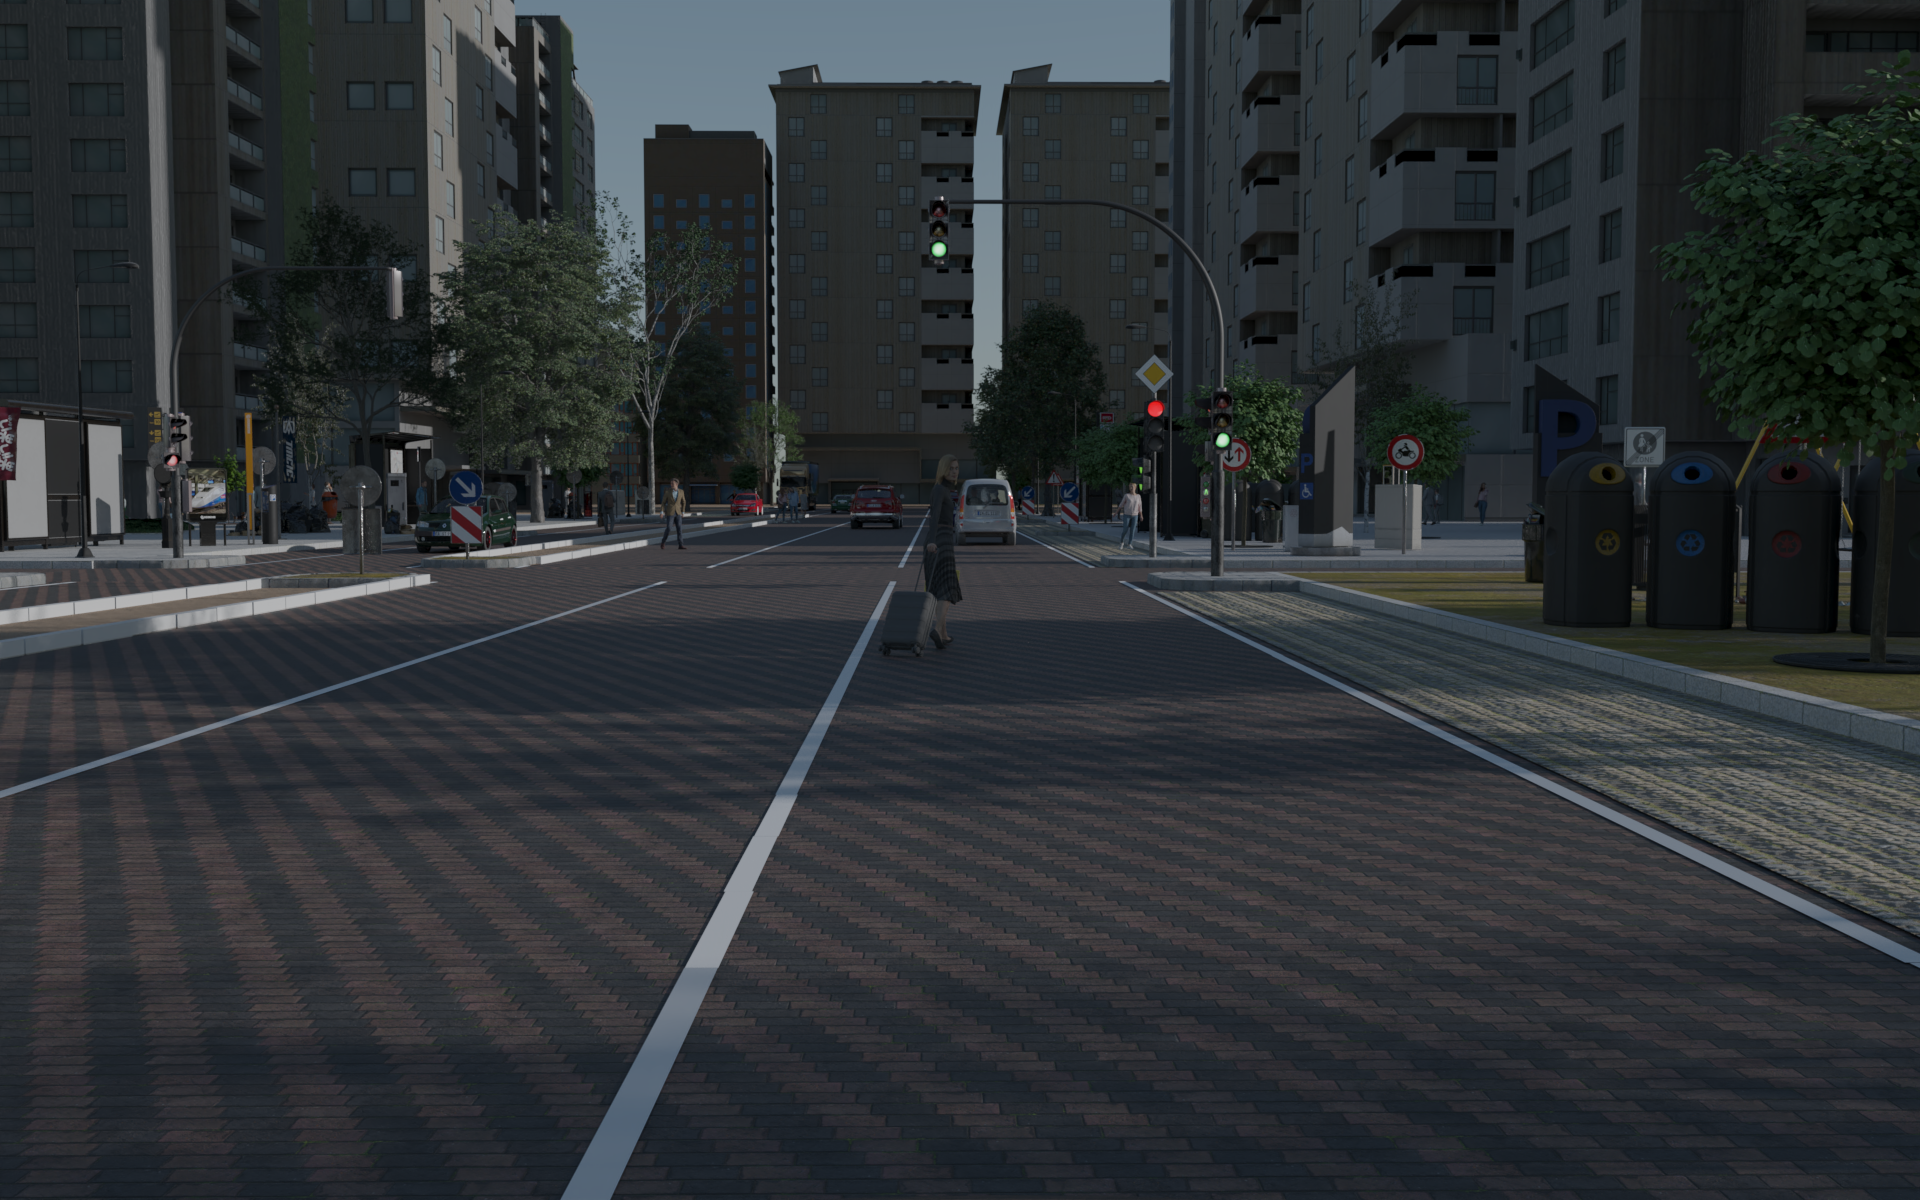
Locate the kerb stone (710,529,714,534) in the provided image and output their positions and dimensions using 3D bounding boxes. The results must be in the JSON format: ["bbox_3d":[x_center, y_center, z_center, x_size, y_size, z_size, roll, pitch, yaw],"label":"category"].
[{"bbox_3d":[-8.975,-2.405,61.562,0.120,0.150,1.000,0,4,-1],"label":"kerb stone"}]

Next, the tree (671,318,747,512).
[{"bbox_3d":[-20.134,-13.471,126.905,9.857,13.997,8.962,0,3,0],"label":"tree"}]

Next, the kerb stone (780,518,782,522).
[{"bbox_3d":[-9.323,-4.036,88.195,0.120,0.150,1.000,0,4,-1],"label":"kerb stone"}]

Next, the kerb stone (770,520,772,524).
[{"bbox_3d":[-9.258,-3.724,83.075,0.120,0.150,1.000,0,4,-1],"label":"kerb stone"}]

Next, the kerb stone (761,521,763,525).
[{"bbox_3d":[-9.205,-3.473,78.977,0.120,0.150,1.000,0,4,-1],"label":"kerb stone"}]

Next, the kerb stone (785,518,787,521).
[{"bbox_3d":[-9.363,-4.221,91.266,0.120,0.150,1.000,0,4,-1],"label":"kerb stone"}]

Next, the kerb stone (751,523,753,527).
[{"bbox_3d":[-9.157,-3.221,74.869,0.120,0.150,1.000,0,4,-1],"label":"kerb stone"}]

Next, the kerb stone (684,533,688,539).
[{"bbox_3d":[-8.901,-2.029,55.403,0.120,0.150,1.000,0,4,-1],"label":"kerb stone"}]

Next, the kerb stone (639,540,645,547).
[{"bbox_3d":[-8.788,-1.528,47.192,0.120,0.150,1.000,0,4,-1],"label":"kerb stone"}]

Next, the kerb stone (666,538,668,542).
[{"bbox_3d":[-8.849,-1.780,51.304,0.120,0.150,1.000,0,4,-1],"label":"kerb stone"}]

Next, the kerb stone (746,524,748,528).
[{"bbox_3d":[-9.117,-3.096,72.819,0.120,0.150,1.000,0,4,-1],"label":"kerb stone"}]

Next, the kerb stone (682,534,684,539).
[{"bbox_3d":[-8.885,-1.968,54.371,0.120,0.150,1.000,0,4,-1],"label":"kerb stone"}]

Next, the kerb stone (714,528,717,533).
[{"bbox_3d":[-8.987,-2.470,62.586,0.120,0.150,1.000,0,4,-1],"label":"kerb stone"}]

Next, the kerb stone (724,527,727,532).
[{"bbox_3d":[-9.032,-2.658,65.653,0.120,0.150,1.000,0,4,-1],"label":"kerb stone"}]

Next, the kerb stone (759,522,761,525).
[{"bbox_3d":[-9.191,-3.409,77.942,0.120,0.150,1.000,0,4,-1],"label":"kerb stone"}]

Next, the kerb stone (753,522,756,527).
[{"bbox_3d":[-9.156,-3.284,75.892,0.120,0.150,1.000,0,4,-1],"label":"kerb stone"}]

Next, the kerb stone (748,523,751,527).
[{"bbox_3d":[-9.146,-3.159,73.846,0.120,0.150,1.000,0,4,-1],"label":"kerb stone"}]

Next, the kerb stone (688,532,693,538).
[{"bbox_3d":[-8.907,-2.092,56.434,0.120,0.150,1.000,0,4,-1],"label":"kerb stone"}]

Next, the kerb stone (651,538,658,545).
[{"bbox_3d":[-8.811,-1.655,49.252,0.120,0.150,1.000,0,4,-1],"label":"kerb stone"}]

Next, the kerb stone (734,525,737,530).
[{"bbox_3d":[-9.069,-2.846,68.720,0.120,0.150,1.000,0,4,-1],"label":"kerb stone"}]

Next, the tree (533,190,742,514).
[{"bbox_3d":[-21.145,-15.538,109.943,12.611,20.169,13.585,0,3,0],"label":"tree"}]

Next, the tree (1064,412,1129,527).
[{"bbox_3d":[6.518,-5.111,67.273,4.285,4.588,4.351,0,3,0],"label":"tree"}]

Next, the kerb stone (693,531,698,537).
[{"bbox_3d":[-8.919,-2.157,57.464,0.120,0.150,1.000,0,4,-1],"label":"kerb stone"}]

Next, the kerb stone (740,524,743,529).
[{"bbox_3d":[-9.095,-2.971,70.774,0.120,0.150,1.000,0,4,-1],"label":"kerb stone"}]

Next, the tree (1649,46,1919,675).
[{"bbox_3d":[6.814,-1.782,12.846,4.285,4.588,4.351,0,3,0],"label":"tree"}]

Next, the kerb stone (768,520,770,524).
[{"bbox_3d":[-9.250,-3.661,82.053,0.120,0.150,1.000,0,4,-1],"label":"kerb stone"}]

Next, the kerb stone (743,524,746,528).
[{"bbox_3d":[-9.103,-3.033,71.797,0.120,0.150,1.000,0,4,-1],"label":"kerb stone"}]

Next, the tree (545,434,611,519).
[{"bbox_3d":[-19.730,-6.438,88.972,4.285,4.588,4.351,0,3,0],"label":"tree"}]

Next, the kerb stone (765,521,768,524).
[{"bbox_3d":[-9.228,-3.599,81.031,0.120,0.150,1.000,0,4,-1],"label":"kerb stone"}]

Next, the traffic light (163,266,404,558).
[{"bbox_3d":[-13.586,-3.673,34.715,4.771,5.953,1.251,0,4,-1],"label":"traffic light"}]

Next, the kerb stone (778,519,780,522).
[{"bbox_3d":[-9.311,-3.974,87.172,0.120,0.150,1.000,0,4,-1],"label":"kerb stone"}]

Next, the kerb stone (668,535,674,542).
[{"bbox_3d":[-8.853,-1.843,52.327,0.120,0.150,1.000,0,4,-1],"label":"kerb stone"}]

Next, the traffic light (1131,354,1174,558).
[{"bbox_3d":[3.883,-2.814,34.922,0.839,4.253,0.868,0,4,-1],"label":"traffic light"}]

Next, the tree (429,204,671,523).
[{"bbox_3d":[-18.842,-10.435,77.270,9.857,13.997,8.962,0,3,0],"label":"tree"}]

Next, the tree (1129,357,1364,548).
[{"bbox_3d":[6.789,-3.554,41.815,4.285,4.588,4.351,0,3,0],"label":"tree"}]

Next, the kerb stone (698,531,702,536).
[{"bbox_3d":[-8.939,-2.219,58.486,0.120,0.150,1.000,0,4,-1],"label":"kerb stone"}]

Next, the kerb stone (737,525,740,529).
[{"bbox_3d":[-9.082,-2.909,69.752,0.120,0.150,1.000,0,4,-1],"label":"kerb stone"}]

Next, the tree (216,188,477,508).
[{"bbox_3d":[-18.511,-7.286,53.533,7.601,10.594,8.767,0,4,3],"label":"tree"}]

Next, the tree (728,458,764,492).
[{"bbox_3d":[-19.633,-10.717,158.933,4.285,4.588,4.351,0,3,0],"label":"tree"}]

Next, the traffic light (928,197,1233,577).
[{"bbox_3d":[1.896,-3.187,26.769,4.771,5.953,1.251,0,4,-1],"label":"traffic light"}]

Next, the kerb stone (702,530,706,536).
[{"bbox_3d":[-8.946,-2.282,59.508,0.120,0.150,1.000,0,4,-1],"label":"kerb stone"}]

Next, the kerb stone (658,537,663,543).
[{"bbox_3d":[-8.828,-1.718,50.282,0.120,0.150,1.000,0,4,-1],"label":"kerb stone"}]

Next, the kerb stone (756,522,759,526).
[{"bbox_3d":[-9.172,-3.345,76.915,0.120,0.150,1.000,0,4,-1],"label":"kerb stone"}]

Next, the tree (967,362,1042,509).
[{"bbox_3d":[4.192,-14.024,147.418,7.486,12.596,7.792,0,3,0],"label":"tree"}]

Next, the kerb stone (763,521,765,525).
[{"bbox_3d":[-9.220,-3.536,80.007,0.120,0.150,1.000,0,4,-1],"label":"kerb stone"}]

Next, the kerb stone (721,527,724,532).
[{"bbox_3d":[-9.020,-2.595,64.631,0.120,0.150,1.000,0,4,-1],"label":"kerb stone"}]

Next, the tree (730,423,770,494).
[{"bbox_3d":[-20.655,-13.646,173.476,4.360,8.622,3.978,0,3,0],"label":"tree"}]

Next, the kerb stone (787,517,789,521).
[{"bbox_3d":[-9.375,-4.285,92.290,0.120,0.150,1.000,0,4,-1],"label":"kerb stone"}]

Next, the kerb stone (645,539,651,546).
[{"bbox_3d":[-8.807,-1.590,48.219,0.120,0.150,1.000,0,4,-1],"label":"kerb stone"}]

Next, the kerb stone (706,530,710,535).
[{"bbox_3d":[-8.961,-2.345,60.540,0.120,0.150,1.000,0,4,-1],"label":"kerb stone"}]

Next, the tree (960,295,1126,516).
[{"bbox_3d":[5.028,-11.205,100.209,9.611,12.733,9.660,0,3,0],"label":"tree"}]

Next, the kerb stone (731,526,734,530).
[{"bbox_3d":[-9.051,-2.783,67.697,0.120,0.150,1.000,0,4,-1],"label":"kerb stone"}]

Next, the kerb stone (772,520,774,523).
[{"bbox_3d":[-9.271,-3.786,84.105,0.120,0.150,1.000,0,4,-1],"label":"kerb stone"}]

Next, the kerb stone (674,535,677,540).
[{"bbox_3d":[-8.870,-1.903,53.349,0.120,0.150,1.000,0,4,-1],"label":"kerb stone"}]

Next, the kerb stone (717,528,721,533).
[{"bbox_3d":[-9.005,-2.531,63.609,0.120,0.150,1.000,0,4,-1],"label":"kerb stone"}]

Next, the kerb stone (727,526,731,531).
[{"bbox_3d":[-9.042,-2.720,66.675,0.120,0.150,1.000,0,4,-1],"label":"kerb stone"}]

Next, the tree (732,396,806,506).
[{"bbox_3d":[-20.289,-15.875,185.317,9.928,11.665,9.643,0,3,0],"label":"tree"}]
